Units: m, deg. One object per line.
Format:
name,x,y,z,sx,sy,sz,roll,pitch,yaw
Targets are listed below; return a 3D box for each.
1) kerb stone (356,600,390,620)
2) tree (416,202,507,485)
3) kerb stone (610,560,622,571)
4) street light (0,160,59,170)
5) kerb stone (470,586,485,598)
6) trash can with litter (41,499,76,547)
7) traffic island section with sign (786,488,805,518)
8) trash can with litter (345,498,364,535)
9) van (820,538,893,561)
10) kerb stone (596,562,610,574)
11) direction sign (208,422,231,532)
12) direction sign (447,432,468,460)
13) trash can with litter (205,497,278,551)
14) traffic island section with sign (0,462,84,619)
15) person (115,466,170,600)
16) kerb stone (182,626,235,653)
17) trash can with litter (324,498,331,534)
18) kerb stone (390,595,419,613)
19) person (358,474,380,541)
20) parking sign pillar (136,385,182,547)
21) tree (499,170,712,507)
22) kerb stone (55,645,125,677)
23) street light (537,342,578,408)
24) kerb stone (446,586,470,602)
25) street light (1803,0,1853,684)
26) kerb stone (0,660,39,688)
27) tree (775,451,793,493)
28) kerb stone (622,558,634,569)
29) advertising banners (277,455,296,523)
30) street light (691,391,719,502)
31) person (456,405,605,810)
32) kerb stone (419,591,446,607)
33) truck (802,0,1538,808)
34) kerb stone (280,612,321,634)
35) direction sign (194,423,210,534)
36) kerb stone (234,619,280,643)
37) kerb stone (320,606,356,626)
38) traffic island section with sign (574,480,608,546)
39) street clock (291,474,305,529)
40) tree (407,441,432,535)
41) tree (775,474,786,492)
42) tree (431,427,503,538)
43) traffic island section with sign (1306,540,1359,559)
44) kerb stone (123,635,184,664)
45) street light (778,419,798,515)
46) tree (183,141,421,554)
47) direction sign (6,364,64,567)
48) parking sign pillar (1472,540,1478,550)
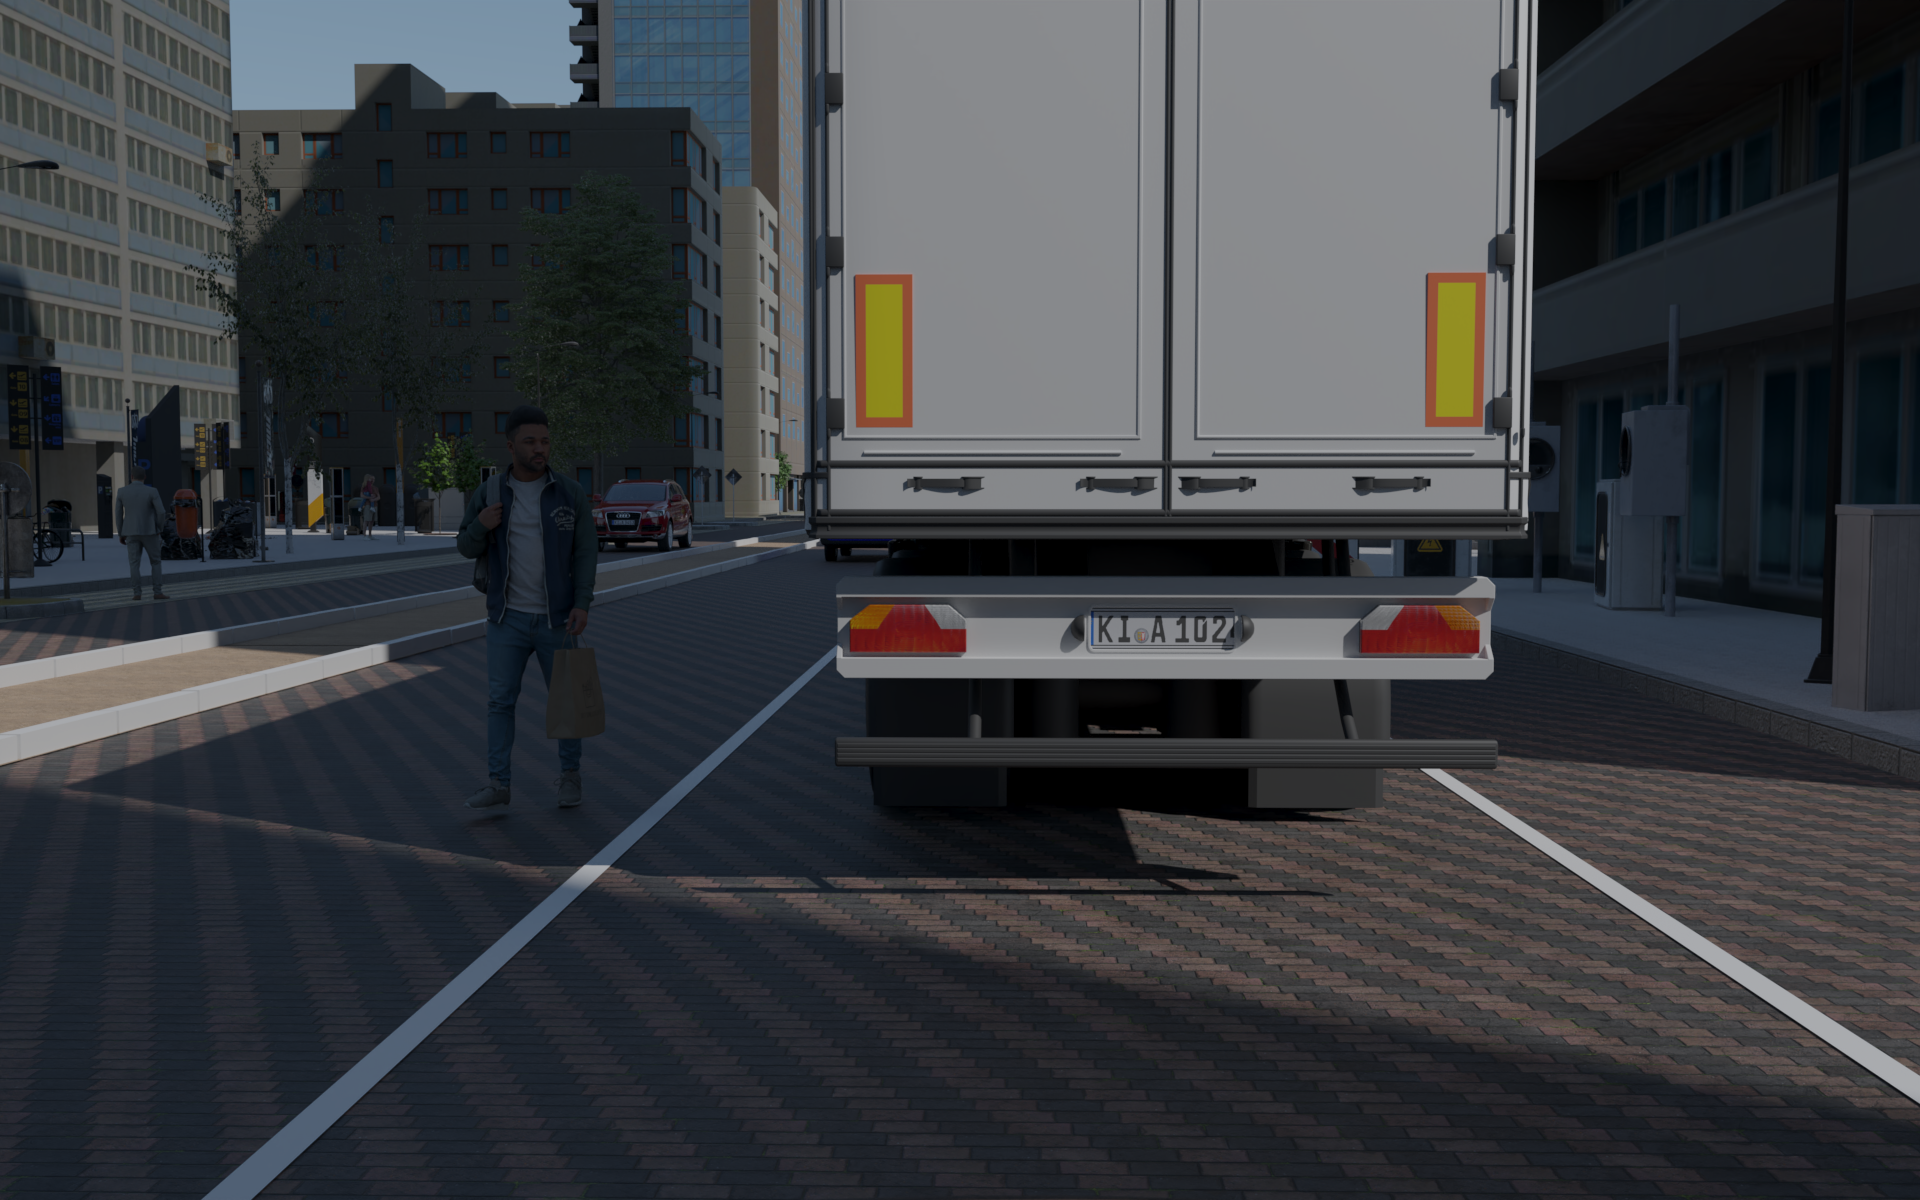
kerb stone,-6.887,0.131,20.098,0.120,0.150,1.000,0,4,2
tree,-13.880,-5.694,43.466,4.360,8.622,3.978,0,3,0
kerb stone,-6.533,-0.622,32.397,0.120,0.150,1.000,0,4,2
street light,-13.229,-3.163,24.258,1.470,5.913,1.316,0,4,2
kerb stone,-6.774,-0.122,24.189,0.120,0.150,1.000,0,4,2
trash can with litter,-21.643,-1.849,41.623,0.624,1.170,1.055,-1,4,-19
traffic island section with sign,-9.215,-5.756,102.745,1.989,1.847,2.006,0,4,2
trash can with litter,-18.805,-2.608,54.029,0.624,1.170,1.055,0,4,-7
van,-1.908,-2.090,38.552,2.240,2.365,5.245,0,4,2
kerb stone,-6.558,-0.561,31.374,0.120,0.150,1.000,0,4,2
direction sign,-23.194,-3.828,54.577,0.876,3.537,0.379,3,5,42
direction sign,-18.369,-4.368,63.417,0.876,3.537,0.379,1,4,19
trash can with litter,-16.579,-1.716,39.116,2.233,1.210,1.678,-3,5,-44
traffic island section with sign,-11.587,-0.723,20.447,1.989,1.847,2.006,0,4,2
person,-11.006,-0.899,23.299,0.635,1.810,0.391,-1,4,-22
kerb stone,-7.001,0.379,15.999,0.120,0.150,1.000,0,4,2
trash can with litter,-20.374,-2.759,56.497,0.624,1.170,1.055,-2,4,-29
kerb stone,-6.861,0.068,21.119,0.120,0.150,1.000,0,4,2
person,-16.356,-2.565,47.948,0.573,1.828,0.580,-1,4,-18
parking sign pillar,-19.535,-3.289,42.243,1.447,3.967,1.447,0,4,6
tree,-12.520,-8.740,61.023,7.486,12.596,7.792,0,3,0
kerb stone,-7.064,0.504,13.950,0.120,0.150,1.000,0,4,2
street light,-12.340,-4.922,53.012,1.470,5.913,1.316,0,4,2
kerb stone,-6.806,-0.054,23.168,0.120,0.150,1.000,0,4,2
street light,5.381,-2.392,11.654,1.470,5.913,1.316,0,4,2
kerb stone,-7.099,0.567,12.929,0.120,0.150,1.000,0,4,2
tree,-12.503,-7.929,113.358,4.285,4.588,4.351,0,3,0
kerb stone,-6.501,-0.686,33.418,0.120,0.150,1.000,0,4,2
advertising banners,-30.572,-5.003,77.991,2.074,3.025,0.090,2,4,28
street light,-11.598,-6.479,78.470,1.470,5.913,1.316,0,4,2
person,-1.875,0.044,7.765,0.794,1.824,0.713,1,4,13
kerb stone,-6.831,0.003,22.141,0.120,0.150,1.000,0,4,2
truck,0.824,-1.369,11.302,2.839,4.237,11.283,0,4,1
kerb stone,-6.942,0.254,18.045,0.120,0.150,1.000,0,4,2
direction sign,-24.165,-3.903,55.811,0.876,3.537,0.379,-2,4,-30
kerb stone,-6.975,0.316,17.021,0.120,0.150,1.000,0,4,2
kerb stone,-6.925,0.191,19.072,0.120,0.150,1.000,0,4,2
traffic island section with sign,-10.797,-2.392,47.742,1.989,1.847,2.006,0,4,2
street clock,-24.419,-3.628,63.881,0.471,2.002,0.358,-1,4,-8
tree,-16.431,-3.643,54.167,1.663,3.219,1.824,0,3,0
tree,-11.795,-7.045,109.787,1.663,3.219,1.824,0,3,0
tree,-14.214,-3.403,50.240,1.663,3.219,1.824,0,3,0
traffic island section with sign,4.163,-0.732,20.602,1.989,1.847,2.006,0,4,2
kerb stone,-7.034,0.442,14.977,0.120,0.150,1.000,0,4,2
street light,-10.784,-8.280,107.922,1.470,5.913,1.316,0,4,2
tree,-14.243,-5.311,37.198,4.360,8.622,3.978,0,3,0
direction sign,-16.306,-2.362,30.608,0.876,3.537,0.379,-3,5,-44
parking sign pillar,12.234,-3.169,40.290,1.447,3.967,1.447,1,4,9
